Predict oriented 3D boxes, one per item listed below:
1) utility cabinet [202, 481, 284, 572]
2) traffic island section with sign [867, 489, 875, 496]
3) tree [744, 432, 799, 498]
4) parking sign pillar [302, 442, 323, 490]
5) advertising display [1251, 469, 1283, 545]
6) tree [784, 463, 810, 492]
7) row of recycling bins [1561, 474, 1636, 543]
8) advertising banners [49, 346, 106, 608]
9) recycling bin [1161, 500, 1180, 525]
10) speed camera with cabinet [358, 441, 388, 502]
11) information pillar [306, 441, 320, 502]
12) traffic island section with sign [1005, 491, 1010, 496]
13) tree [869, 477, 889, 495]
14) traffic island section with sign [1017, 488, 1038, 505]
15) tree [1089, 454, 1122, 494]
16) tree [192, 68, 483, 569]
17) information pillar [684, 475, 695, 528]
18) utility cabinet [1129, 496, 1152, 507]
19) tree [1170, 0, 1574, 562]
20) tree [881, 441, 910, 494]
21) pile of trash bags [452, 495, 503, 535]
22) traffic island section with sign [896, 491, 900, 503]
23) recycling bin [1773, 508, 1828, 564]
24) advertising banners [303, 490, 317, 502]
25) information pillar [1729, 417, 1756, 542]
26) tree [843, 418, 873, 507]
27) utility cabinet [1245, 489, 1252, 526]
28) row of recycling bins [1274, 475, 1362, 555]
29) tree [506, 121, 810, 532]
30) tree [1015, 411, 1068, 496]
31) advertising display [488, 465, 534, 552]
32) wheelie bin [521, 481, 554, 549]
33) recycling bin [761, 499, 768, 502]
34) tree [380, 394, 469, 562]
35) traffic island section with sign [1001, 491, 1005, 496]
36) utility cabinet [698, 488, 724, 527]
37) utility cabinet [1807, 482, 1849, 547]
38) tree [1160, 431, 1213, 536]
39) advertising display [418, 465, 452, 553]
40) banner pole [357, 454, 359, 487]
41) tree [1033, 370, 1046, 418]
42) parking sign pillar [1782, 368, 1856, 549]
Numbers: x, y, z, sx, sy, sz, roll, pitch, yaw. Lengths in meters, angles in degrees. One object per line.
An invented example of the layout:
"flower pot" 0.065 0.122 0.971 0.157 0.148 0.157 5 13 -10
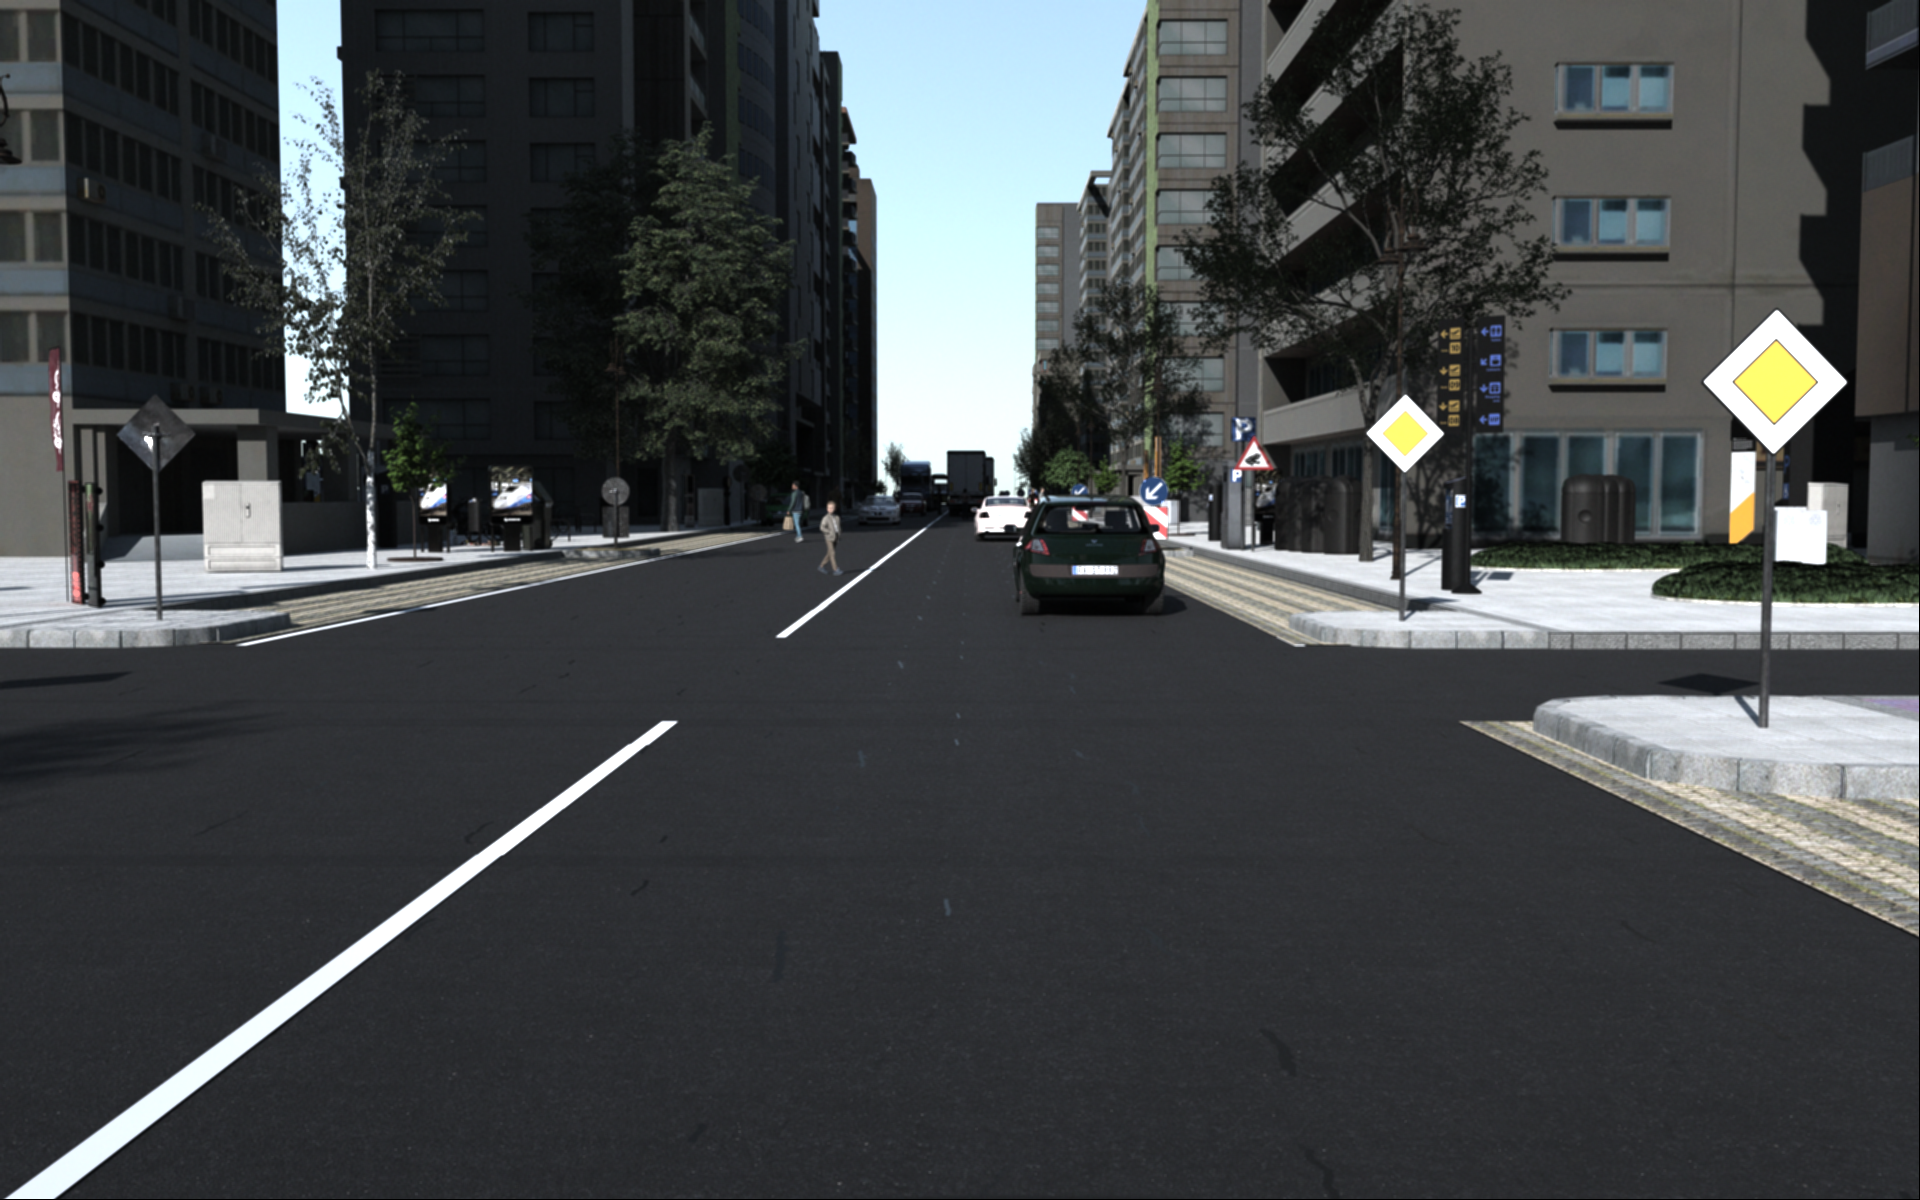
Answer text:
"utility cabinet" -11.749 -1.205 28.385 1.173 1.500 0.318 -1 4 -14
"traffic island section with sign" -7.356 -8.317 144.615 1.989 1.847 2.006 0 4 0
"tree" -9.847 -6.471 89.513 4.285 4.588 4.351 0 3 0
"parking sign pillar" -33.211 -6.159 89.179 1.447 3.967 1.447 0 4 2
"advertising display" 7.726 -2.348 43.600 0.974 1.923 0.123 -2 4 -34
"tree" -9.893 -6.786 105.550 1.663 3.219 1.824 0 3 0
"row of recycling bins" 13.585 -1.809 36.695 1.069 1.692 3.534 2 4 34
"advertising banners" -10.300 -1.466 20.158 0.090 3.025 2.074 -3 5 -40
"recycling bin" 8.590 -3.604 71.484 0.722 1.027 0.722 3 5 43
"speed camera with cabinet" -19.121 -3.699 54.821 2.038 3.252 0.660 1 4 12
"information pillar" -24.319 -4.509 65.081 0.504 3.616 0.183 -1 4 -11
"traffic island section with sign" 4.953 -8.312 144.528 1.989 1.847 2.006 0 4 0
"tree" -9.438 -12.154 193.317 1.663 3.219 1.824 0 3 0
"traffic island section with sign" 4.786 -6.630 117.025 1.989 1.847 2.006 0 4 0
"tree" 7.026 -5.494 84.422 1.663 3.219 1.824 0 3 0
"tree" -10.355 -4.842 29.536 4.360 8.622 3.978 0 3 0
"information pillar" -10.325 -3.767 66.083 0.304 2.012 0.304 -2 4 -26
"utility cabinet" 6.713 -3.230 63.975 1.020 1.237 0.306 3 5 43
"tree" 7.479 -5.994 32.416 8.767 10.594 7.601 3 5 42
"tree" -8.892 -18.321 249.905 4.737 8.622 4.395 0 3 0
"pile of trash bags" -15.678 -2.759 54.868 3.447 1.369 1.912 0 4 8
"traffic island section with sign" -7.007 -11.717 200.204 1.989 1.847 2.006 0 4 0
"recycling bin" 13.128 -0.890 27.104 0.722 1.027 0.722 1 4 20
"advertising banners" -20.940 -3.514 53.648 2.074 3.025 0.090 0 4 5
"information pillar" 15.362 -2.608 33.990 0.183 3.616 0.504 -2 4 -32
"tree" -10.338 -13.286 167.593 4.360 8.622 3.978 0 3 0
"utility cabinet" 11.284 -3.689 68.986 0.318 1.500 1.173 3 4 37
"row of recycling bins" 7.903 -1.909 38.332 1.069 1.692 3.534 -1 4 -12
"tree" -9.990 -9.289 58.525 9.857 13.997 8.962 0 3 0
"tree" 7.153 -12.128 148.647 4.360 8.622 3.978 0 3 0
"advertising display" -10.023 -2.048 38.705 0.974 1.923 0.123 -2 4 -26
"wheelie bin" -9.893 -1.982 40.309 0.693 1.594 0.980 0 4 4
"recycling bin" -9.424 -4.475 85.717 0.722 1.027 0.722 1 4 10
"tree" -10.522 -2.355 33.111 1.663 3.219 1.824 0 3 0
"traffic island section with sign" 5.488 -13.358 227.031 1.989 1.847 2.006 0 4 0
"utility cabinet" -9.732 -3.610 67.695 0.318 1.500 1.173 2 4 34
"utility cabinet" 16.455 -1.477 32.836 1.173 1.500 0.318 -3 5 -42
"tree" 6.715 -3.596 53.399 1.663 3.219 1.824 0 3 0
"advertising display" -11.546 -2.010 38.074 0.974 1.923 0.123 2 4 33
"banner pole" -26.371 -5.253 75.905 0.401 3.779 0.863 -3 5 -42
"tree" 6.689 -8.456 72.663 8.767 10.594 7.601 2 4 29
"parking sign pillar" 18.434 -2.980 37.194 1.447 3.967 1.447 0 4 7
